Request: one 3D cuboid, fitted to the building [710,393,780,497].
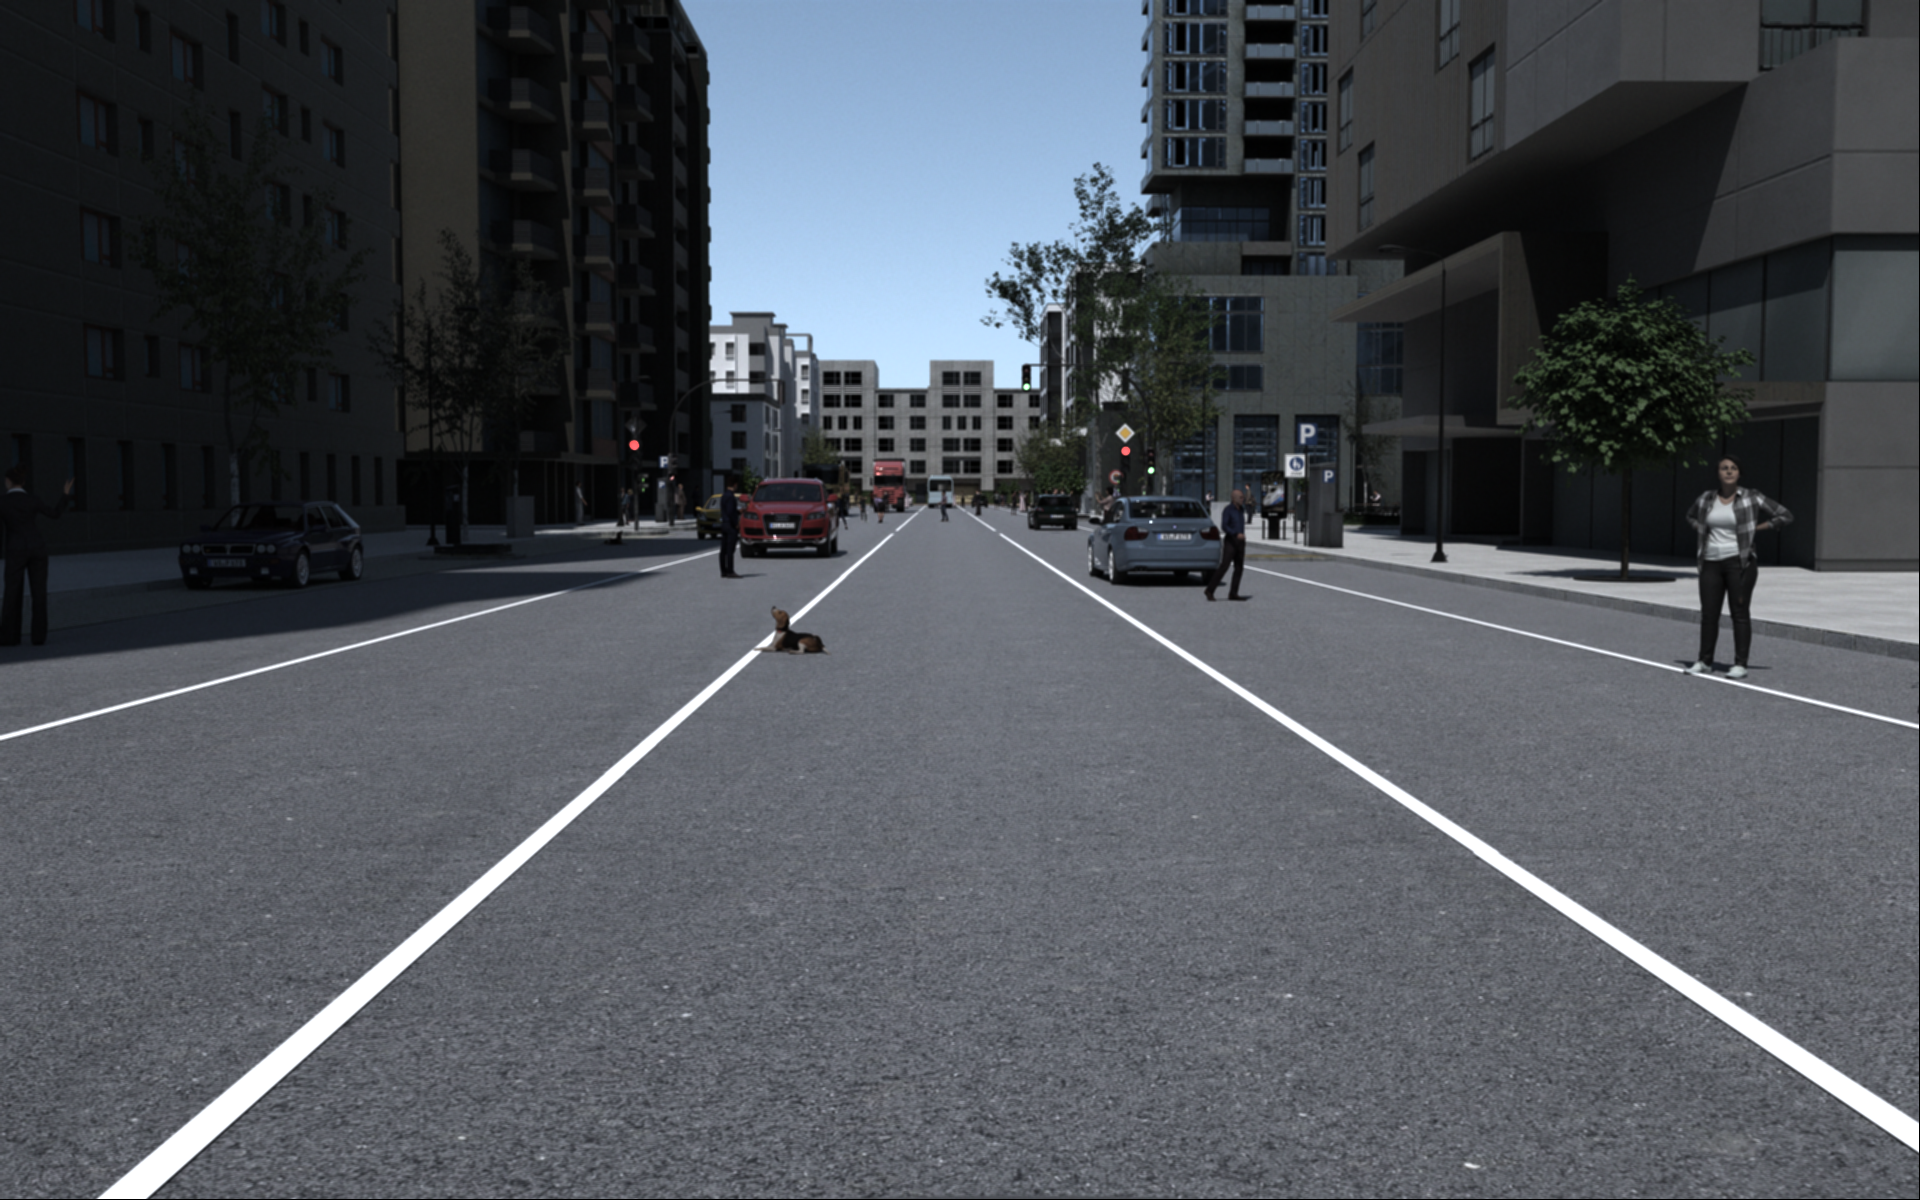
[{"bbox_3d":[-20.956,-13.216,158.227,9.099,9.664,28.070,0,4,-1],"label":"building"}]

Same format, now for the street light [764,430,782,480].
[{"bbox_3d":[-13.521,-9.318,124.894,1.470,5.913,1.316,0,4,-1],"label":"street light"}]

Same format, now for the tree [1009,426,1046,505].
[{"bbox_3d":[7.302,-14.080,180.562,4.360,8.622,3.978,0,3,0],"label":"tree"}]

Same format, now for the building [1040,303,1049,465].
[{"bbox_3d":[23.080,-21.900,202.039,27.936,21.610,32.646,0,4,-1],"label":"building"}]

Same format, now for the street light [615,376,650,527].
[{"bbox_3d":[-12.889,-5.857,68.295,1.470,5.913,1.316,0,4,-1],"label":"street light"}]

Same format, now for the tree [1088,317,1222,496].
[{"bbox_3d":[8.737,-7.498,72.959,4.737,8.622,4.395,0,3,0],"label":"tree"}]

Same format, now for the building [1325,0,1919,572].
[{"bbox_3d":[25.039,-27.612,40.697,28.713,52.752,27.495,0,4,-1],"label":"building"}]

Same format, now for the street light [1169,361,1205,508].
[{"bbox_3d":[7.996,-5.390,60.671,1.470,5.913,1.316,0,4,-1],"label":"street light"}]

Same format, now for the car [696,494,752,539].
[{"bbox_3d":[-7.481,-2.815,56.249,2.015,1.641,3.980,0,4,0],"label":"car"}]

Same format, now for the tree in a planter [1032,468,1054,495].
[{"bbox_3d":[5.938,-7.526,120.276,1.991,3.239,1.994,0,4,-1],"label":"tree in a planter"}]

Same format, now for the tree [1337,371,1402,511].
[{"bbox_3d":[24.523,-9.374,103.635,4.360,8.622,3.978,0,3,0],"label":"tree"}]

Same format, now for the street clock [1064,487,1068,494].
[{"bbox_3d":[7.937,-7.648,129.615,0.358,2.002,0.471,1,4,14],"label":"street clock"}]

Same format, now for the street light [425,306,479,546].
[{"bbox_3d":[-12.601,-4.310,43.014,1.470,5.913,1.316,0,4,-1],"label":"street light"}]

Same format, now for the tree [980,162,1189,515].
[{"bbox_3d":[7.353,-15.051,101.979,12.611,20.169,13.585,0,3,0],"label":"tree"}]

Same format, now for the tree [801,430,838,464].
[{"bbox_3d":[-16.074,-15.187,198.666,4.360,8.622,3.978,0,3,0],"label":"tree"}]

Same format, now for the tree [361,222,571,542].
[{"bbox_3d":[-13.582,-5.897,46.771,4.360,8.622,3.978,0,3,0],"label":"tree"}]

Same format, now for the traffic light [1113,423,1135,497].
[{"bbox_3d":[6.517,-4.877,68.652,0.839,4.253,0.868,0,4,-1],"label":"traffic light"}]

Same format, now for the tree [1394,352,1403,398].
[{"bbox_3d":[21.487,-7.730,76.753,4.737,8.622,4.395,0,3,0],"label":"tree"}]

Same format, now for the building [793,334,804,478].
[{"bbox_3d":[-25.876,-20.398,189.926,16.016,20.091,11.380,0,4,-1],"label":"building"}]

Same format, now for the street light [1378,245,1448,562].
[{"bbox_3d":[8.504,-3.668,32.511,1.470,5.913,1.316,0,4,-1],"label":"street light"}]

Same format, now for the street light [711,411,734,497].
[{"bbox_3d":[-13.268,-7.581,96.488,1.470,5.913,1.316,0,4,-1],"label":"street light"}]

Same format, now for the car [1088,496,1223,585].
[{"bbox_3d":[3.192,-1.022,28.716,2.014,1.417,4.499,0,4,-3],"label":"car"}]

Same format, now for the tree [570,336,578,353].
[{"bbox_3d":[-13.799,-6.256,52.650,4.360,8.622,3.978,0,3,0],"label":"tree"}]

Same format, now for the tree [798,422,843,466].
[{"bbox_3d":[-14.950,-14.471,186.965,4.737,8.622,4.395,0,3,0],"label":"tree"}]

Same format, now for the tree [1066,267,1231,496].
[{"bbox_3d":[8.738,-9.477,80.703,9.928,11.665,9.643,0,3,0],"label":"tree"}]

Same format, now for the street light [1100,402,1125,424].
[{"bbox_3d":[7.778,-7.030,87.487,1.470,5.913,1.316,0,4,-1],"label":"street light"}]

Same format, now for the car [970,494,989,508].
[{"bbox_3d":[2.099,-10.732,185.249,2.009,1.686,4.222,0,4,-1],"label":"car"}]

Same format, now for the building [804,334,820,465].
[{"bbox_3d":[-23.000,-21.634,210.130,11.380,20.091,16.016,0,4,-1],"label":"building"}]

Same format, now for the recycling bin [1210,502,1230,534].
[{"bbox_3d":[8.557,-2.661,56.066,0.722,1.027,0.722,2,4,28],"label":"recycling bin"}]

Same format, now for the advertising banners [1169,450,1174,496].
[{"bbox_3d":[8.418,-4.436,68.721,0.090,3.025,2.074,1,4,11],"label":"advertising banners"}]

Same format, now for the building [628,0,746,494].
[{"bbox_3d":[-31.945,-26.455,124.426,32.217,40.220,23.993,0,4,-1],"label":"building"}]

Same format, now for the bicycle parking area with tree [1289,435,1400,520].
[{"bbox_3d":[20.924,-6.064,86.145,8.231,4.147,9.016,-2,4,-28],"label":"bicycle parking area with tree"}]

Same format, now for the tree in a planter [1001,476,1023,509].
[{"bbox_3d":[5.334,-10.597,170.484,1.991,3.239,1.994,0,4,-1],"label":"tree in a planter"}]

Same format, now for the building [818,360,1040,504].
[{"bbox_3d":[-4.074,-22.683,237.330,31.486,18.905,16.747,0,4,-1],"label":"building"}]

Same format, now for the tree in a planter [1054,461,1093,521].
[{"bbox_3d":[6.254,-5.878,93.334,1.991,3.239,1.994,0,4,-1],"label":"tree in a planter"}]

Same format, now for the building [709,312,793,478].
[{"bbox_3d":[-25.969,-19.655,177.775,16.016,20.091,11.380,0,4,-1],"label":"building"}]

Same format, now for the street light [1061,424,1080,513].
[{"bbox_3d":[7.422,-8.753,115.649,1.470,5.913,1.316,0,4,-1],"label":"street light"}]

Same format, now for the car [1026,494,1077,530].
[{"bbox_3d":[3.728,-3.688,70.093,2.009,1.686,4.222,0,4,-3],"label":"car"}]

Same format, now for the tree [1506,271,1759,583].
[{"bbox_3d":[9.874,-2.572,25.759,4.285,4.588,4.351,0,3,0],"label":"tree"}]

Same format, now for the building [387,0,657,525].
[{"bbox_3d":[-27.007,-26.207,83.102,22.147,44.769,28.867,0,4,-1],"label":"building"}]

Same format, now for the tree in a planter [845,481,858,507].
[{"bbox_3d":[-12.654,-12.296,198.253,1.991,3.239,1.994,0,4,-1],"label":"tree in a planter"}]

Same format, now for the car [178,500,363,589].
[{"bbox_3d":[-10.744,-0.893,27.188,1.945,1.354,3.894,0,4,-1],"label":"car"}]

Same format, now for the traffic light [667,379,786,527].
[{"bbox_3d":[-9.292,-5.738,68.482,4.771,5.953,1.251,0,4,-1],"label":"traffic light"}]

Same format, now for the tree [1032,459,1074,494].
[{"bbox_3d":[8.260,-10.627,157.468,4.285,4.588,4.351,0,3,0],"label":"tree"}]

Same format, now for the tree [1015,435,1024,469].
[{"bbox_3d":[7.458,-13.170,165.697,4.737,8.622,4.395,0,3,0],"label":"tree"}]

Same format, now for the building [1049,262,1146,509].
[{"bbox_3d":[23.967,-19.885,169.092,27.936,21.610,32.646,0,4,-1],"label":"building"}]

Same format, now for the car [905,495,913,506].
[{"bbox_3d":[-6.666,-12.023,208.933,2.083,1.381,4.827,0,4,1],"label":"car"}]

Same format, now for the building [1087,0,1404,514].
[{"bbox_3d":[21.916,-49.788,126.700,22.319,86.520,31.000,0,4,-1],"label":"building"}]

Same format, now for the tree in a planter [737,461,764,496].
[{"bbox_3d":[-11.396,-5.879,93.338,1.991,3.239,1.994,0,4,-1],"label":"tree in a planter"}]

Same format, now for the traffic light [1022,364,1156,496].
[{"bbox_3d":[4.523,-5.250,60.501,4.771,5.953,1.251,0,4,-1],"label":"traffic light"}]

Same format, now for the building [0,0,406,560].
[{"bbox_3d":[-33.386,-12.234,45.065,28.899,21.520,27.650,0,4,-1],"label":"building"}]

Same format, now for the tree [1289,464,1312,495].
[{"bbox_3d":[19.891,-6.395,99.153,1.663,3.219,1.824,0,3,0],"label":"tree"}]

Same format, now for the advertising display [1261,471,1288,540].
[{"bbox_3d":[8.834,-2.659,48.693,0.123,1.923,0.974,-2,4,-32],"label":"advertising display"}]

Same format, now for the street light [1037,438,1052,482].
[{"bbox_3d":[7.084,-10.475,143.811,1.470,5.913,1.316,0,4,-1],"label":"street light"}]

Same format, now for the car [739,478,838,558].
[{"bbox_3d":[-3.962,-1.954,40.616,2.281,1.827,5.304,0,4,-1],"label":"car"}]

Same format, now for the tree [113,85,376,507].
[{"bbox_3d":[-13.330,-5.010,32.270,4.737,8.622,4.395,0,3,0],"label":"tree"}]

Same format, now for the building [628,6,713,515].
[{"bbox_3d":[-23.134,-20.435,105.813,14.160,30.474,14.107,0,4,-1],"label":"building"}]

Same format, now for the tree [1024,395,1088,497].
[{"bbox_3d":[7.700,-10.704,125.374,4.737,8.622,4.395,0,3,0],"label":"tree"}]

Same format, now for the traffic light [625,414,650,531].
[{"bbox_3d":[-11.287,-4.374,60.438,0.839,4.253,0.868,0,4,-1],"label":"traffic light"}]
